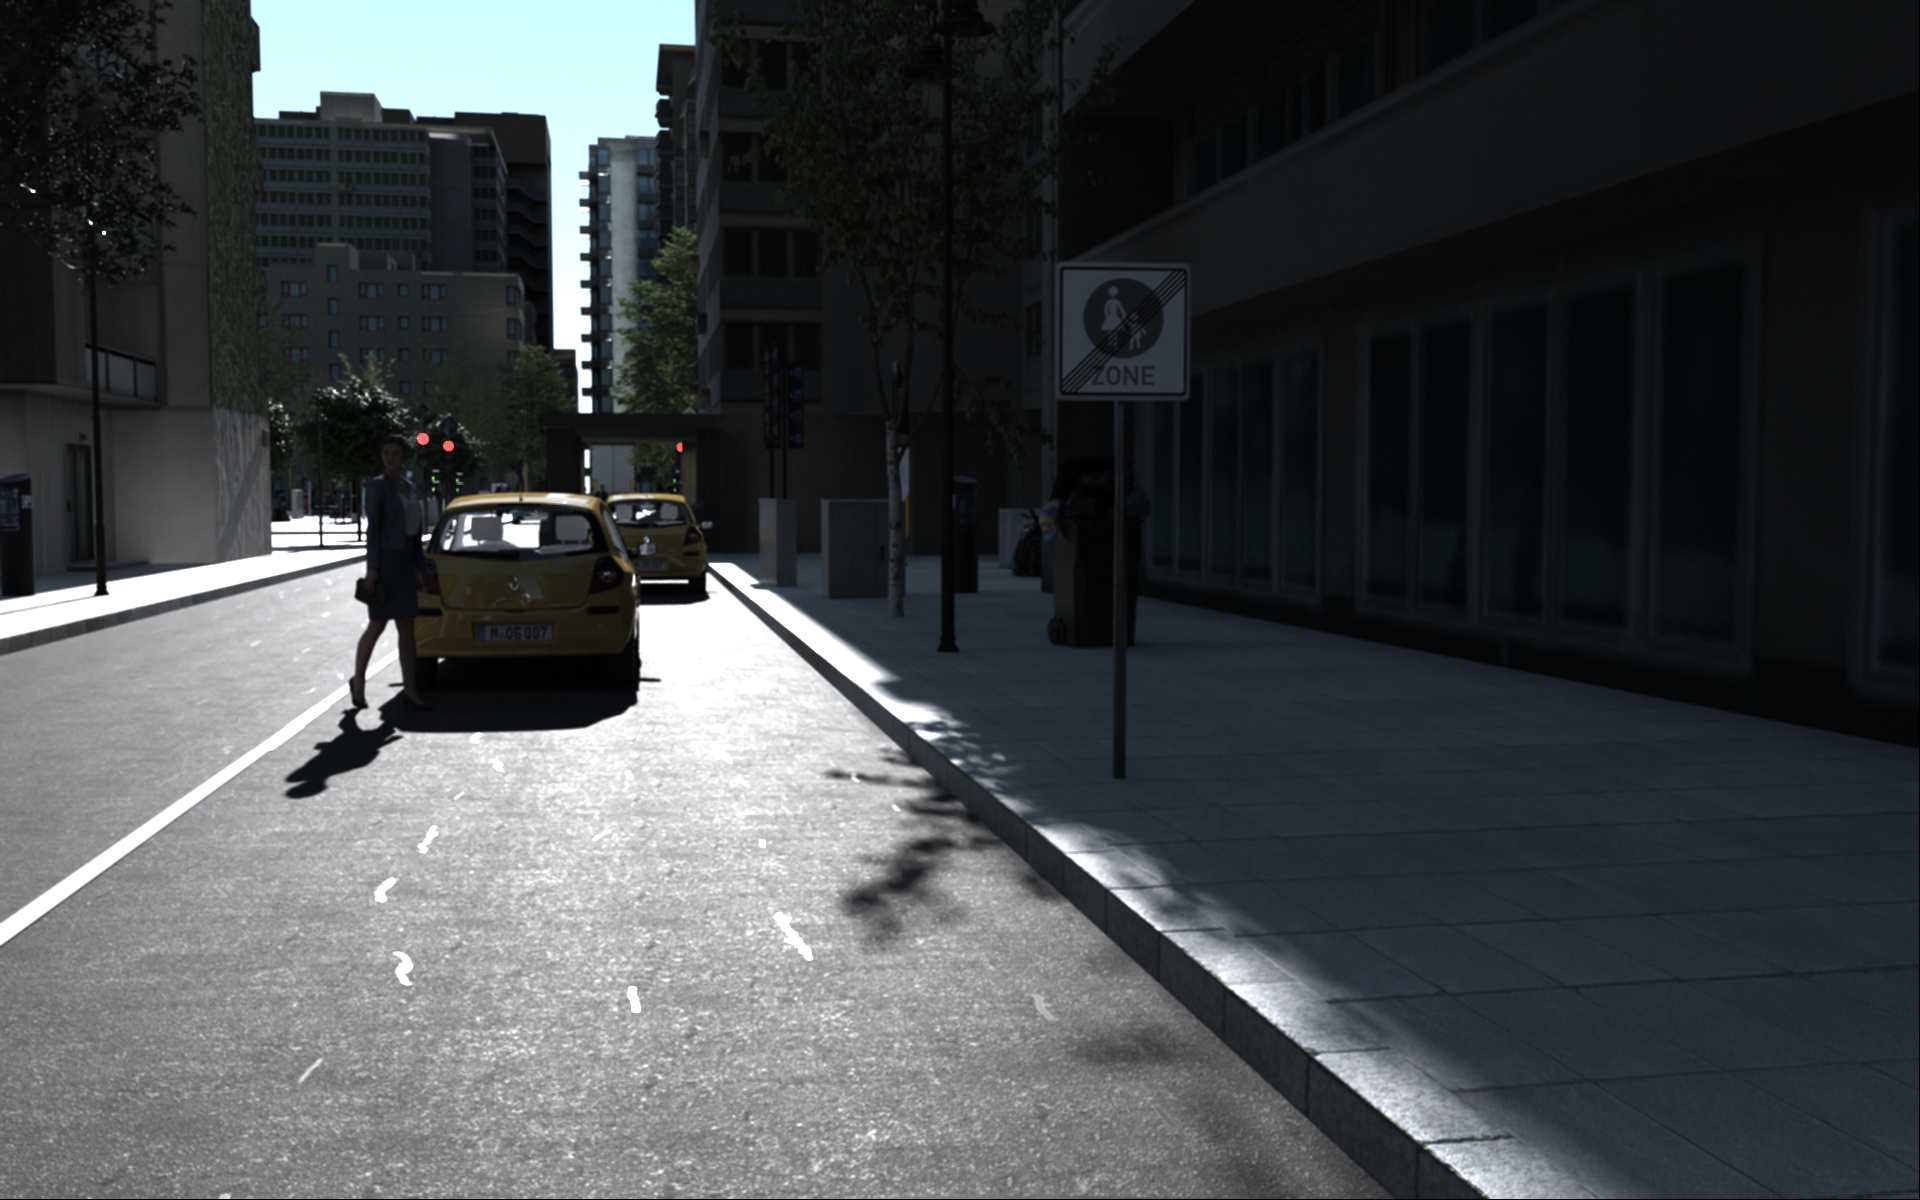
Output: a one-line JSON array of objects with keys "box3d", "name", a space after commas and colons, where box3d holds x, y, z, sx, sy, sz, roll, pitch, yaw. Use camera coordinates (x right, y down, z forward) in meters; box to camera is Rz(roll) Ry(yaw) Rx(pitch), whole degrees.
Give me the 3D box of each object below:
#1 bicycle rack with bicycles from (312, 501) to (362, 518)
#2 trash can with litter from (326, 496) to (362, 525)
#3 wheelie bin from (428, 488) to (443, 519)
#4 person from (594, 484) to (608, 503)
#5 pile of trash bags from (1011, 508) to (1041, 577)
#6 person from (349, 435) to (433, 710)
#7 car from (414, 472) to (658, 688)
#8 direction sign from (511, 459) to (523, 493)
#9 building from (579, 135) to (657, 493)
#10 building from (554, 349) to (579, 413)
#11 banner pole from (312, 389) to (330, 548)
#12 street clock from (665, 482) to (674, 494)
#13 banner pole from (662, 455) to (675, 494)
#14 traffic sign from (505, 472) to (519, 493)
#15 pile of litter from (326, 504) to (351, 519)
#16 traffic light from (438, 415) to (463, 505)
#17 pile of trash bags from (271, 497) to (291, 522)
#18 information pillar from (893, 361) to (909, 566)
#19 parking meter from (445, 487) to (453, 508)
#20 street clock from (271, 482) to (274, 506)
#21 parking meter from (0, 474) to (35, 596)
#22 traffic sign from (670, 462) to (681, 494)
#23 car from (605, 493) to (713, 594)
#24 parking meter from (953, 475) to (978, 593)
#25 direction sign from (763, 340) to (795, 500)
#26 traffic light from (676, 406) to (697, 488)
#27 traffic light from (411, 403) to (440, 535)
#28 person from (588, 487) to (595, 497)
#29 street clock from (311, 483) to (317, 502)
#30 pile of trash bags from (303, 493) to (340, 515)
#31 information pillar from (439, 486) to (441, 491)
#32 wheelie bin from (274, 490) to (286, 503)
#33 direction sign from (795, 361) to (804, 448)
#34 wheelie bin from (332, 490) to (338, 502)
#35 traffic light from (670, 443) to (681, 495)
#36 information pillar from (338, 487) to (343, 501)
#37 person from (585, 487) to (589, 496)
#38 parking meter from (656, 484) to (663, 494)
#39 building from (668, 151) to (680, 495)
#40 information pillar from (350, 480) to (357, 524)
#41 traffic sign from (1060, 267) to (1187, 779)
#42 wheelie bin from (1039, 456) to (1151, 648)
[{"box3d": [-33.249, -4.875, 93.087, 2.852, 0.926, 2.925, 2, 4, 32], "name": "bicycle rack with bicycles"}, {"box3d": [-25.963, -3.766, 72.624, 1.678, 1.210, 2.233, -1, 4, -20], "name": "trash can with litter"}, {"box3d": [-25.261, -4.617, 83.390, 0.693, 1.594, 0.980, -2, 4, -31], "name": "wheelie bin"}, {"box3d": [-17.347, -4.641, 83.738, 0.474, 1.900, 0.648, 3, 4, 39], "name": "person"}, {"box3d": [2.631, -1.068, 27.207, 3.447, 1.369, 1.912, -1, 4, -21], "name": "pile of trash bags"}, {"box3d": [-3.796, -0.184, 11.540, 0.654, 1.822, 0.581, 3, 4, 37], "name": "person"}, {"box3d": [-3.522, -0.251, 14.322, 2.015, 1.641, 3.980, -1, 4, -10], "name": "car"}, {"box3d": [-29.063, -7.441, 113.665, 0.379, 3.537, 0.876, 3, 4, 37], "name": "direction sign"}, {"box3d": [-35.231, -37.480, 232.412, 30.456, 49.044, 23.786, -1, 4, -11], "name": "building"}, {"box3d": [-65.451, -23.479, 228.919, 28.899, 21.520, 27.650, -1, 4, -11], "name": "building"}, {"box3d": [-15.205, -3.129, 41.179, 0.401, 3.779, 0.863, -2, 4, -25], "name": "banner pole"}, {"box3d": [-17.050, -5.945, 101.772, 0.471, 2.002, 0.358, -2, 4, -35], "name": "street clock"}, {"box3d": [-18.178, -7.252, 108.582, 0.863, 3.779, 0.401, 2, 4, 31], "name": "banner pole"}, {"box3d": [-25.290, -5.974, 97.776, 0.768, 2.556, 0.104, 0, 4, -5], "name": "traffic sign"}, {"box3d": [-32.018, -4.652, 90.027, 1.719, 0.858, 1.176, -1, 4, -17], "name": "pile of litter"}, {"box3d": [-18.117, -4.443, 61.567, 0.839, 4.253, 0.868, -1, 4, -11], "name": "traffic light"}, {"box3d": [-32.663, -4.312, 80.258, 3.447, 1.369, 1.912, 2, 4, 32], "name": "pile of trash bags"}, {"box3d": [-1.059, -2.418, 30.887, 0.183, 3.616, 0.504, 2, 4, 25], "name": "information pillar"}, {"box3d": [-22.052, -4.222, 74.733, 0.255, 1.863, 0.399, 0, 4, 3], "name": "parking meter"}, {"box3d": [-37.737, -5.510, 94.653, 0.471, 2.002, 0.358, 0, 4, -8], "name": "street clock"}, {"box3d": [-11.906, -0.822, 21.855, 0.372, 1.533, 0.369, 0, 3, 0], "name": "parking meter"}, {"box3d": [-10.900, -4.127, 67.589, 0.768, 2.556, 0.104, 0, 4, -8], "name": "traffic sign"}, {"box3d": [-4.737, -0.978, 26.210, 2.015, 1.641, 3.980, -1, 4, -10], "name": "car"}, {"box3d": [0.051, -0.867, 22.593, 0.372, 1.533, 0.369, 0, 3, 0], "name": "parking meter"}, {"box3d": [-2.820, -2.078, 25.971, 0.379, 3.537, 0.876, -1, 4, -20], "name": "direction sign"}, {"box3d": [-8.631, -4.059, 55.290, 0.839, 4.253, 0.868, -1, 4, -11], "name": "traffic light"}, {"box3d": [-16.590, -3.964, 53.729, 0.839, 4.253, 0.868, -1, 4, -11], "name": "traffic light"}, {"box3d": [-19.070, -4.921, 89.305, 0.599, 1.781, 0.374, 0, 4, -5], "name": "person"}, {"box3d": [-43.315, -6.815, 116.000, 0.471, 2.002, 0.358, 0, 4, 5], "name": "street clock"}, {"box3d": [-39.877, -5.974, 107.434, 1.912, 1.369, 3.447, 0, 4, 4], "name": "pile of trash bags"}, {"box3d": [-26.872, -5.172, 89.047, 0.304, 2.012, 0.304, -2, 4, -26], "name": "information pillar"}, {"box3d": [-51.016, -7.460, 129.871, 0.980, 1.594, 0.693, 1, 4, 9], "name": "wheelie bin"}, {"box3d": [-3.008, -2.308, 29.726, 0.876, 3.537, 0.379, 3, 4, 37], "name": "direction sign"}, {"box3d": [-46.787, -7.485, 130.286, 0.693, 1.594, 0.980, 1, 4, 16], "name": "wheelie bin"}, {"box3d": [-10.158, -4.539, 63.128, 0.839, 4.253, 0.868, -1, 4, -11], "name": "traffic light"}, {"box3d": [-45.139, -7.442, 126.162, 0.304, 2.012, 0.304, 0, 4, -7], "name": "information pillar"}, {"box3d": [-15.415, -3.843, 72.002, 0.598, 1.740, 0.731, 1, 4, 18], "name": "person"}, {"box3d": [-17.990, -5.990, 103.639, 0.255, 1.863, 0.399, 3, 5, 40], "name": "parking meter"}, {"box3d": [-17.422, -23.055, 148.653, 14.160, 30.474, 14.107, -1, 4, -11], "name": "building"}, {"box3d": [-26.066, -4.284, 74.543, 0.304, 2.012, 0.304, -1, 4, -23], "name": "information pillar"}, {"box3d": [0.718, -0.343, 7.746, 0.606, 2.300, 0.079, 0, 4, -7], "name": "traffic sign"}, {"box3d": [1.176, -0.412, 14.649, 0.980, 1.594, 0.693, -1, 4, -20], "name": "wheelie bin"}]
